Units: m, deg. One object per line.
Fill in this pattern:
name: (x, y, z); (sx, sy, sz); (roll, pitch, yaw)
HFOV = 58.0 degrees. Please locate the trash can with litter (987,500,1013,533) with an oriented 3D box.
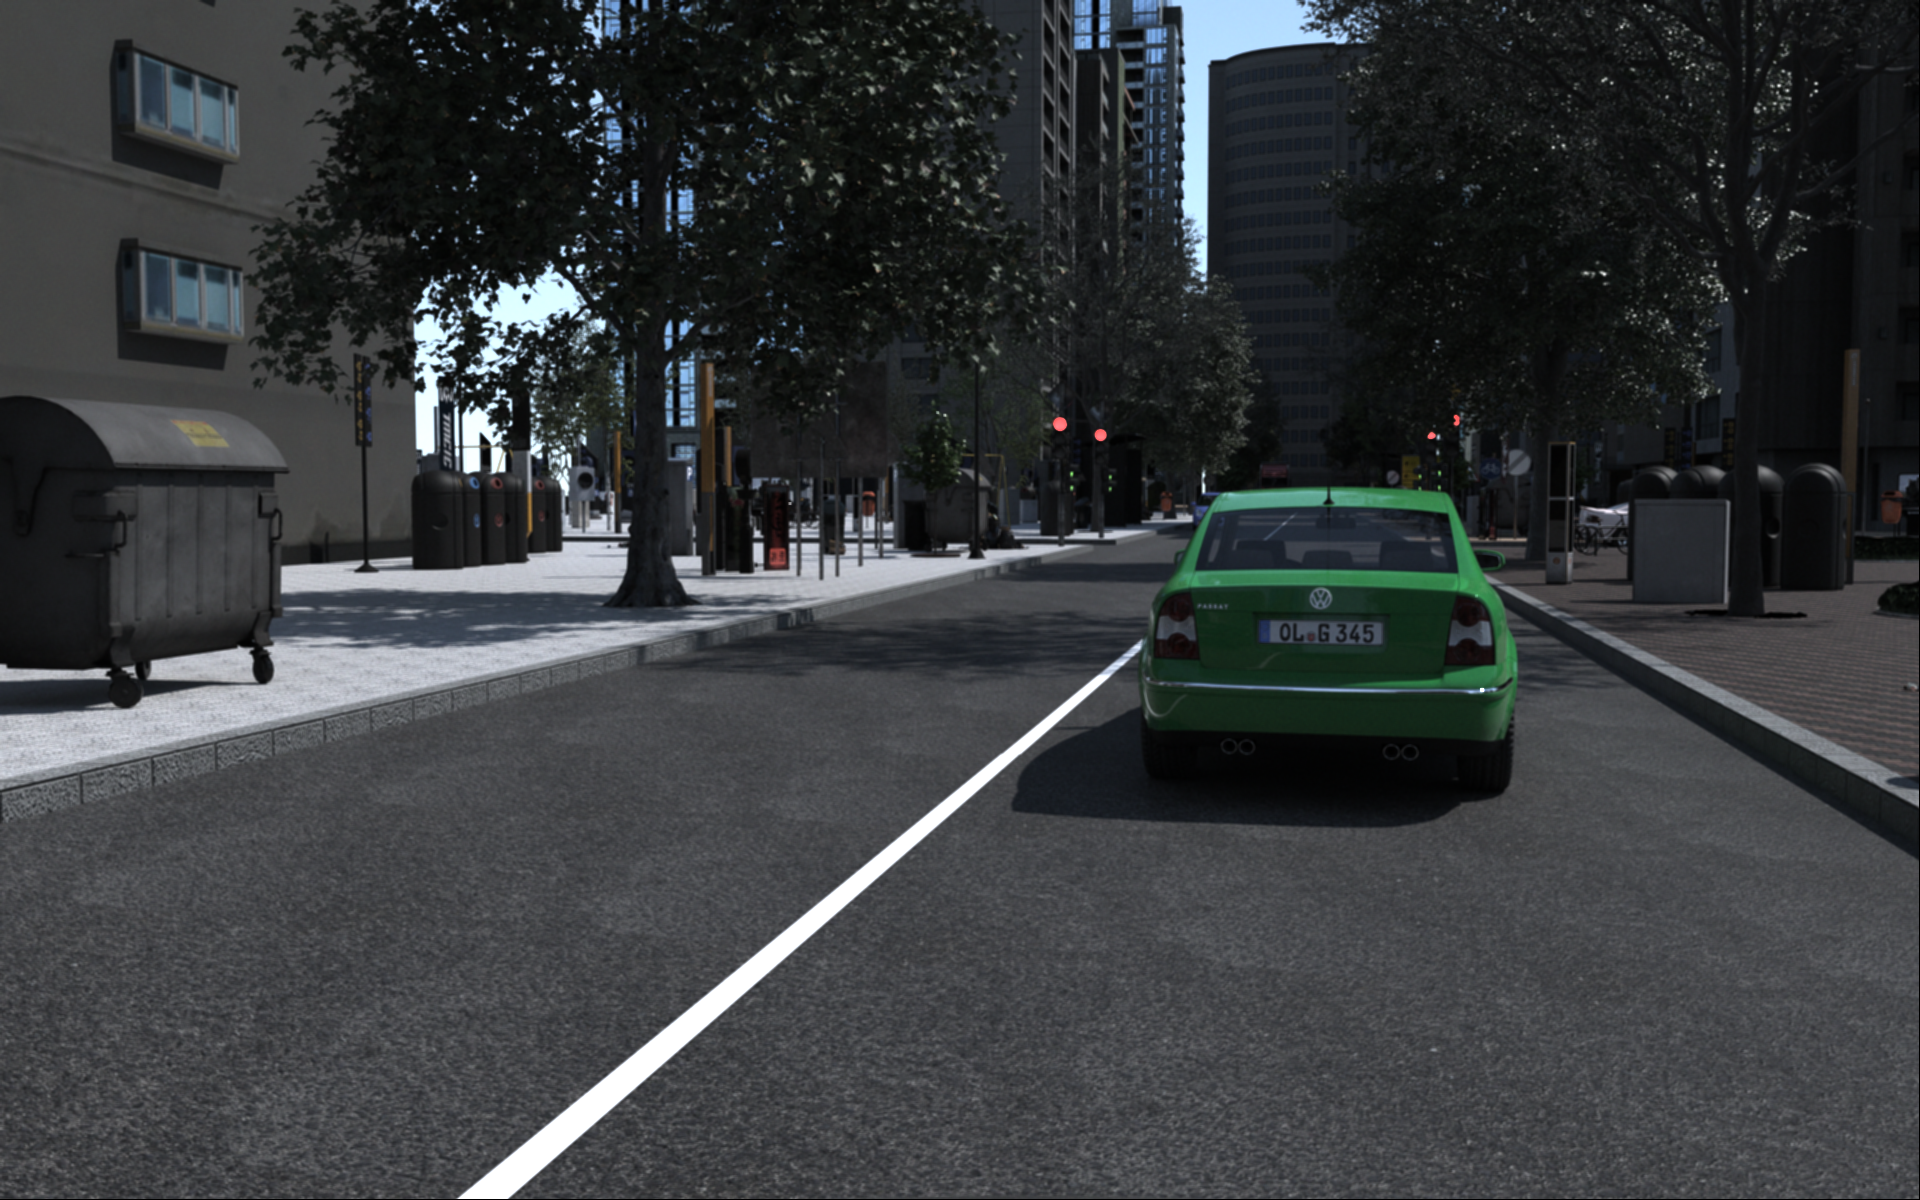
trash can with litter: (1.137, -2.603, 53.952); (1.055, 1.170, 0.624); (1, 4, 12)

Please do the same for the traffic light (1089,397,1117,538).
traffic light: (4.126, -3.749, 50.218); (0.839, 4.253, 0.868); (1, 4, 12)

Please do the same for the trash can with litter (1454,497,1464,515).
trash can with litter: (34.243, -6.650, 120.117); (1.055, 1.170, 0.624); (0, 4, -4)

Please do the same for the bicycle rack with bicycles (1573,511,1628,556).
bicycle rack with bicycles: (13.306, -1.450, 37.095); (2.925, 0.926, 2.852); (-2, 4, -28)

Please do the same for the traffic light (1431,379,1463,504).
traffic light: (11.479, -3.158, 40.561); (0.839, 4.253, 0.868); (1, 4, 12)

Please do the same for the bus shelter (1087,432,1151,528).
bus shelter: (6.467, -4.765, 69.186); (1.731, 3.624, 6.357); (1, 4, 12)

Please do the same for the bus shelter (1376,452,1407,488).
bus shelter: (24.792, -6.601, 99.204); (1.731, 3.624, 6.357); (1, 4, 12)

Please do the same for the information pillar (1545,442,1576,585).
information pillar: (8.522, -1.229, 24.580); (0.304, 2.012, 0.304); (2, 4, 35)

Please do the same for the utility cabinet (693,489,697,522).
utility cabinet: (-11.997, -4.287, 78.765); (0.318, 1.500, 1.173); (3, 4, 37)

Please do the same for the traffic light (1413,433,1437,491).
traffic light: (13.101, -3.637, 48.381); (0.839, 4.253, 0.868); (1, 4, 12)

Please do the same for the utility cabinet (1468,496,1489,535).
utility cabinet: (16.464, -2.659, 54.636); (0.306, 1.237, 1.020); (3, 4, 37)

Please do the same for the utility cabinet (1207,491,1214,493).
utility cabinet: (17.920, -7.012, 123.325); (0.318, 1.500, 1.173); (2, 4, 31)

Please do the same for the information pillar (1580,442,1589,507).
information pillar: (28.309, -5.329, 78.483); (0.183, 3.616, 0.504); (-1, 4, -15)

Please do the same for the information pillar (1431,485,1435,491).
information pillar: (17.117, -3.582, 63.053); (0.304, 2.012, 0.304); (0, 4, 7)

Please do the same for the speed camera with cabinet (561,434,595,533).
speed camera with cabinet: (-12.995, -3.812, 56.655); (2.038, 3.252, 0.660); (-3, 5, -40)

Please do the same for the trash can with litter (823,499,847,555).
trash can with litter: (-2.611, -1.556, 36.829); (0.624, 1.170, 1.055); (-1, 4, -15)

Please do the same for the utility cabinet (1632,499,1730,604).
utility cabinet: (8.575, -0.577, 20.602); (1.020, 1.237, 0.306); (2, 4, 32)

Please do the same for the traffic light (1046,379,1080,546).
traffic light: (2.505, -3.271, 42.399); (0.839, 4.253, 0.868); (1, 4, 12)

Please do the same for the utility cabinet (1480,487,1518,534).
utility cabinet: (17.345, -2.880, 55.772); (0.318, 1.500, 1.173); (-3, 5, -44)

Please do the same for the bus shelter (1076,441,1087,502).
bus shelter: (6.318, -5.165, 75.735); (1.731, 3.624, 6.357); (1, 4, 12)

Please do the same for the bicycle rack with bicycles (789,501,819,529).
bicycle rack with bicycles: (-5.958, -3.115, 64.320); (2.925, 0.926, 2.852); (0, 4, -3)

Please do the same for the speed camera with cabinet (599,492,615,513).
speed camera with cabinet: (-23.898, -7.357, 114.624); (2.038, 3.252, 0.660); (1, 4, 17)

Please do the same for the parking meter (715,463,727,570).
parking meter: (-4.162, -1.447, 29.365); (0.399, 1.863, 0.255); (0, 4, 4)

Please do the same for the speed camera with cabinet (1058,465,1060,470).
speed camera with cabinet: (6.289, -7.536, 117.551); (0.660, 3.252, 2.038); (-1, 4, -19)

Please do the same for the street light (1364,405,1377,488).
street light: (21.632, -7.189, 90.076); (1.470, 5.913, 1.316); (1, 4, 12)

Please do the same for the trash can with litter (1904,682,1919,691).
trash can with litter: (6.641, 0.048, 10.280); (1.678, 1.210, 2.233); (-1, 4, -8)

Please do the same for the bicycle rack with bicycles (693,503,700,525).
bicycle rack with bicycles: (-11.863, -3.562, 71.626); (2.852, 0.926, 2.925); (0, 4, 5)

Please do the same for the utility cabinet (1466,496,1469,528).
utility cabinet: (19.552, -3.351, 65.946); (0.306, 1.237, 1.020); (2, 4, 31)

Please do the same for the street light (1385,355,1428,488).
street light: (14.999, -5.220, 57.892); (1.470, 5.913, 1.316); (1, 4, 12)

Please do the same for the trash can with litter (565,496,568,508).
trash can with litter: (-27.723, -6.677, 120.561); (1.055, 1.170, 0.624); (3, 5, 43)

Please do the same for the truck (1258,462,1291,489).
truck: (27.841, -10.071, 153.574); (2.839, 4.237, 11.283); (1, 4, 10)

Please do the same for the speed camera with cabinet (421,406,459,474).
speed camera with cabinet: (-11.058, -2.736, 39.065); (2.038, 3.252, 0.660); (0, 4, 7)

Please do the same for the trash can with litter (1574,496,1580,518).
trash can with litter: (30.602, -4.537, 85.240); (2.233, 1.210, 1.678); (-3, 5, -42)

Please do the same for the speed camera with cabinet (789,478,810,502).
speed camera with cabinet: (-9.154, -6.111, 94.248); (2.038, 3.252, 0.660); (1, 4, 15)

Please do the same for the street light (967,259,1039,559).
street light: (0.858, -3.765, 34.093); (1.470, 5.913, 1.316); (1, 4, 12)

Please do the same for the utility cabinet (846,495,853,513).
utility cabinet: (-7.125, -6.367, 115.255); (1.020, 1.237, 0.306); (2, 4, 35)

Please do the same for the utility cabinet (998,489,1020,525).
utility cabinet: (2.016, -3.838, 71.426); (0.318, 1.500, 1.173); (2, 4, 35)

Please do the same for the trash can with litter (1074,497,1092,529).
trash can with litter: (4.368, -3.203, 63.751); (1.055, 1.170, 0.624); (-3, 5, -44)

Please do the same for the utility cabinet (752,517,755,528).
utility cabinet: (-8.287, -3.441, 64.932); (1.173, 1.500, 0.318); (-2, 4, -28)

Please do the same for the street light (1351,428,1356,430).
street light: (28.224, -9.141, 121.997); (1.470, 5.913, 1.316); (1, 4, 12)

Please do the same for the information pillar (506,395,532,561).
information pillar: (-8.382, -2.553, 33.100); (0.504, 3.616, 0.183); (3, 5, 40)

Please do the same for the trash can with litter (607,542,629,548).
trash can with litter: (-7.712, -1.884, 41.854); (1.678, 1.210, 2.233); (-1, 4, -22)

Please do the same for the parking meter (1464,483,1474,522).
parking meter: (23.681, -4.579, 80.572); (0.399, 1.863, 0.255); (0, 4, -7)

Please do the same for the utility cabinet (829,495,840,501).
utility cabinet: (-9.078, -6.962, 124.986); (1.020, 1.237, 0.306); (3, 5, 44)

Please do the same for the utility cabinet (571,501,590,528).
utility cabinet: (-14.320, -3.470, 65.421); (0.318, 1.500, 1.173); (0, 4, 7)

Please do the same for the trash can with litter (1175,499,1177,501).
trash can with litter: (14.830, -6.739, 121.567); (0.624, 1.170, 1.055); (1, 4, 18)
